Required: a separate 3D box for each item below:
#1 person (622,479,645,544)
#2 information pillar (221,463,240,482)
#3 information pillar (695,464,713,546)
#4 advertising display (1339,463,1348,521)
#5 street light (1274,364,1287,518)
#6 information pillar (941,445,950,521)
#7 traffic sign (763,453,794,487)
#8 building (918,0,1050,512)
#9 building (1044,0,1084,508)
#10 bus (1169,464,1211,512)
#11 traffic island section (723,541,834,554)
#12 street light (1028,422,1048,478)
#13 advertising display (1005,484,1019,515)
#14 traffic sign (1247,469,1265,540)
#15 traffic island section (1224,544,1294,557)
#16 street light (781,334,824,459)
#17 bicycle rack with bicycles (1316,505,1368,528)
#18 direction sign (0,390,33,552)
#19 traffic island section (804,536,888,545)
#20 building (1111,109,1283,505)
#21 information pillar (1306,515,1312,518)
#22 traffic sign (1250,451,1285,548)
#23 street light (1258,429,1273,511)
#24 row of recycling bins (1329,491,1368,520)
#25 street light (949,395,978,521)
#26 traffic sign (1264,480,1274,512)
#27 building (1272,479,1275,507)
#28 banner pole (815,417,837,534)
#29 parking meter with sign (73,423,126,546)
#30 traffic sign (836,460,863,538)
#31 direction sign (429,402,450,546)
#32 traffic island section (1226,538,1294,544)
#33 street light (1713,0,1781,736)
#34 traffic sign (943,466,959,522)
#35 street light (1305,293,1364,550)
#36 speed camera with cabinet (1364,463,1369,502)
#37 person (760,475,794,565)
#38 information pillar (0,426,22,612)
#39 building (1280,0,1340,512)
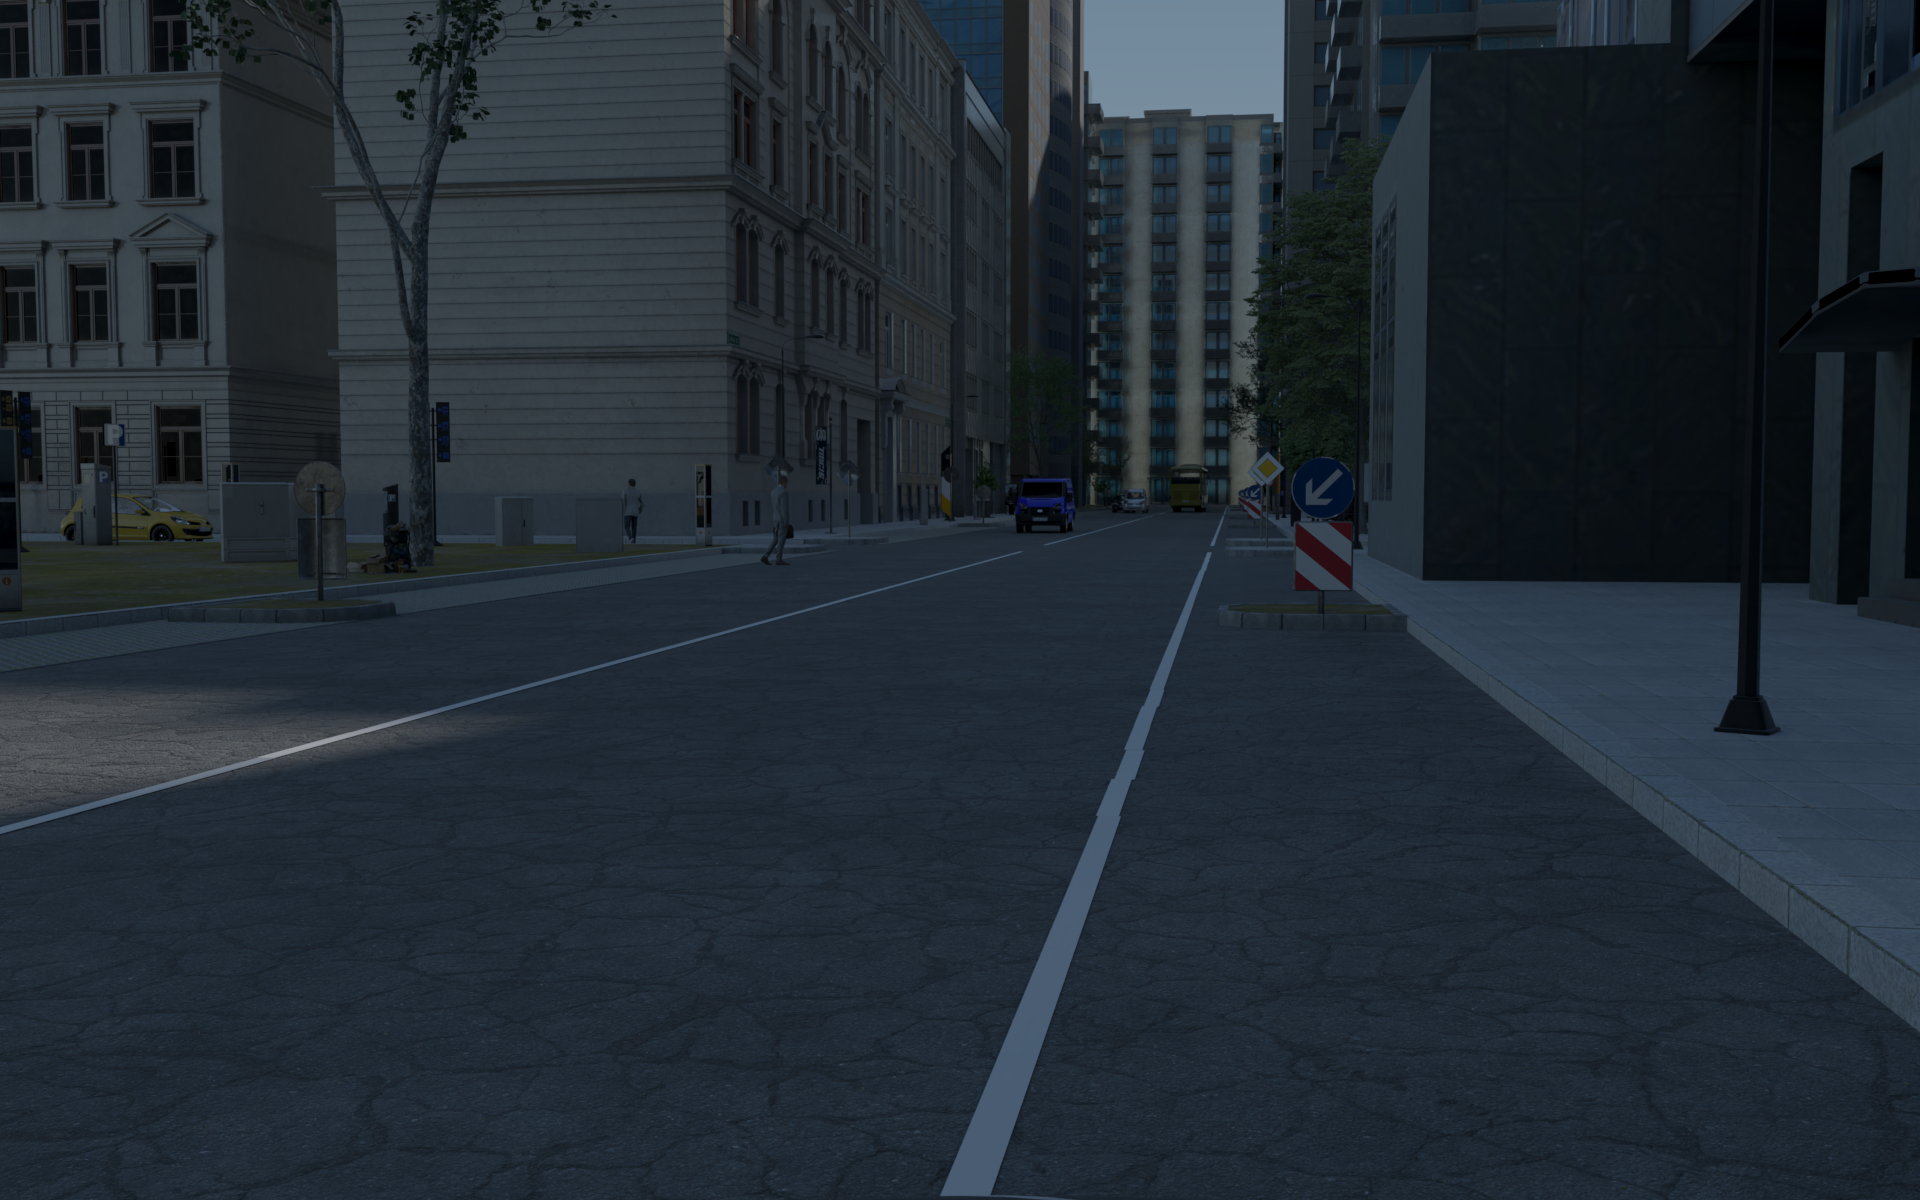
[{"bbox_3d":[-8.640,-2.287,45.745,0.661,1.843,0.795,-2,4,-27],"label":"person"},{"bbox_3d":[-17.399,-2.254,41.339,0.304,2.012,0.304,1,4,10],"label":"information pillar"},{"bbox_3d":[-6.286,-2.325,42.501,0.304,2.012,0.304,2,4,27],"label":"information pillar"},{"bbox_3d":[8.067,-1.911,36.466,0.123,1.923,0.974,1,4,15],"label":"advertising display"},{"bbox_3d":[11.992,-5.432,61.347,1.470,5.913,1.316,1,4,9],"label":"street light"},{"bbox_3d":[-0.679,-5.625,83.317,0.504,3.616,0.183,-2,4,-29],"label":"information pillar"},{"bbox_3d":[-4.466,-2.385,42.630,0.795,2.450,0.064,1,4,9],"label":"traffic sign"},{"bbox_3d":[-0.776,-29.520,132.765,14.600,45.320,14.200,1,4,9],"label":"building"},{"bbox_3d":[-0.711,-37.422,153.853,21.231,58.520,28.212,1,4,9],"label":"building"},{"bbox_3d":[18.648,-9.112,140.534,2.896,3.916,12.252,1,4,11],"label":"bus"},{"bbox_3d":[-4.490,-1.249,42.695,2.009,0.180,2.903,1,4,9],"label":"traffic island section"},{"bbox_3d":[4.994,-8.531,112.020,1.470,5.913,1.316,1,4,9],"label":"street light"},{"bbox_3d":[3.158,-6.167,106.050,0.974,1.923,0.123,3,4,38],"label":"advertising display"},{"bbox_3d":[8.471,-2.754,48.667,0.795,2.450,0.064,1,4,9],"label":"traffic sign"},{"bbox_3d":[7.257,-1.136,40.852,2.009,0.180,2.903,1,4,9],"label":"traffic island section"},{"bbox_3d":[-4.643,-4.772,50.557,1.470,5.913,1.316,1,4,9],"label":"street light"},{"bbox_3d":[13.395,-2.773,58.727,2.925,0.926,2.852,0,4,4],"label":"bicycle rack with bicycles"},{"bbox_3d":[-20.717,-2.818,38.077,0.379,3.537,0.876,1,4,13],"label":"direction sign"},{"bbox_3d":[-3.252,-1.731,50.584,2.009,0.180,2.903,1,4,9],"label":"traffic island section"},{"bbox_3d":[26.016,-36.629,218.494,30.456,49.044,23.786,1,4,9],"label":"building"},{"bbox_3d":[18.517,-5.335,91.714,0.304,2.012,0.304,1,4,15],"label":"information pillar"},{"bbox_3d":[7.232,-2.271,40.779,0.795,2.450,0.064,1,4,9],"label":"traffic sign"},{"bbox_3d":[16.701,-7.308,92.031,1.470,5.913,1.316,1,4,9],"label":"street light"},{"bbox_3d":[18.945,-4.782,85.301,1.069,1.692,3.534,-2,4,-29],"label":"row of recycling bins"},{"bbox_3d":[0.167,-6.658,81.398,1.470,5.913,1.316,1,4,9],"label":"street light"},{"bbox_3d":[21.602,-7.409,121.244,0.768,2.556,0.104,1,4,13],"label":"traffic sign"},{"bbox_3d":[49.389,-29.950,181.564,32.217,40.220,23.993,1,4,9],"label":"building"},{"bbox_3d":[-4.362,-4.041,56.092,0.863,3.779,0.401,-3,5,-43],"label":"banner pole"},{"bbox_3d":[-21.651,-2.886,43.452,1.738,3.016,0.543,2,4,34],"label":"parking meter with sign"},{"bbox_3d":[-3.227,-2.867,50.518,0.795,2.450,0.064,1,4,9],"label":"traffic sign"},{"bbox_3d":[-12.968,-3.101,42.693,0.876,3.537,0.379,1,4,11],"label":"direction sign"},{"bbox_3d":[8.496,-1.618,48.741,2.009,0.180,2.903,1,4,9],"label":"traffic island section"},{"bbox_3d":[3.726,-2.247,9.284,1.470,5.913,1.316,1,4,9],"label":"street light"},{"bbox_3d":[-0.404,-4.852,79.439,0.768,2.556,0.104,1,4,16],"label":"traffic sign"},{"bbox_3d":[8.675,-4.135,40.146,1.470,5.913,1.316,1,4,9],"label":"street light"},{"bbox_3d":[12.491,-3.337,48.889,2.038,3.252,0.660,2,4,24],"label":"speed camera with cabinet"},{"bbox_3d":[-3.615,-1.614,35.005,0.853,1.813,0.709,-3,4,-39],"label":"person"},{"bbox_3d":[-10.467,-0.881,18.897,0.304,2.012,0.304,-3,5,-44],"label":"information pillar"},{"bbox_3d":[35.928,-36.296,135.440,21.231,58.520,28.212,1,4,9],"label":"building"}]
